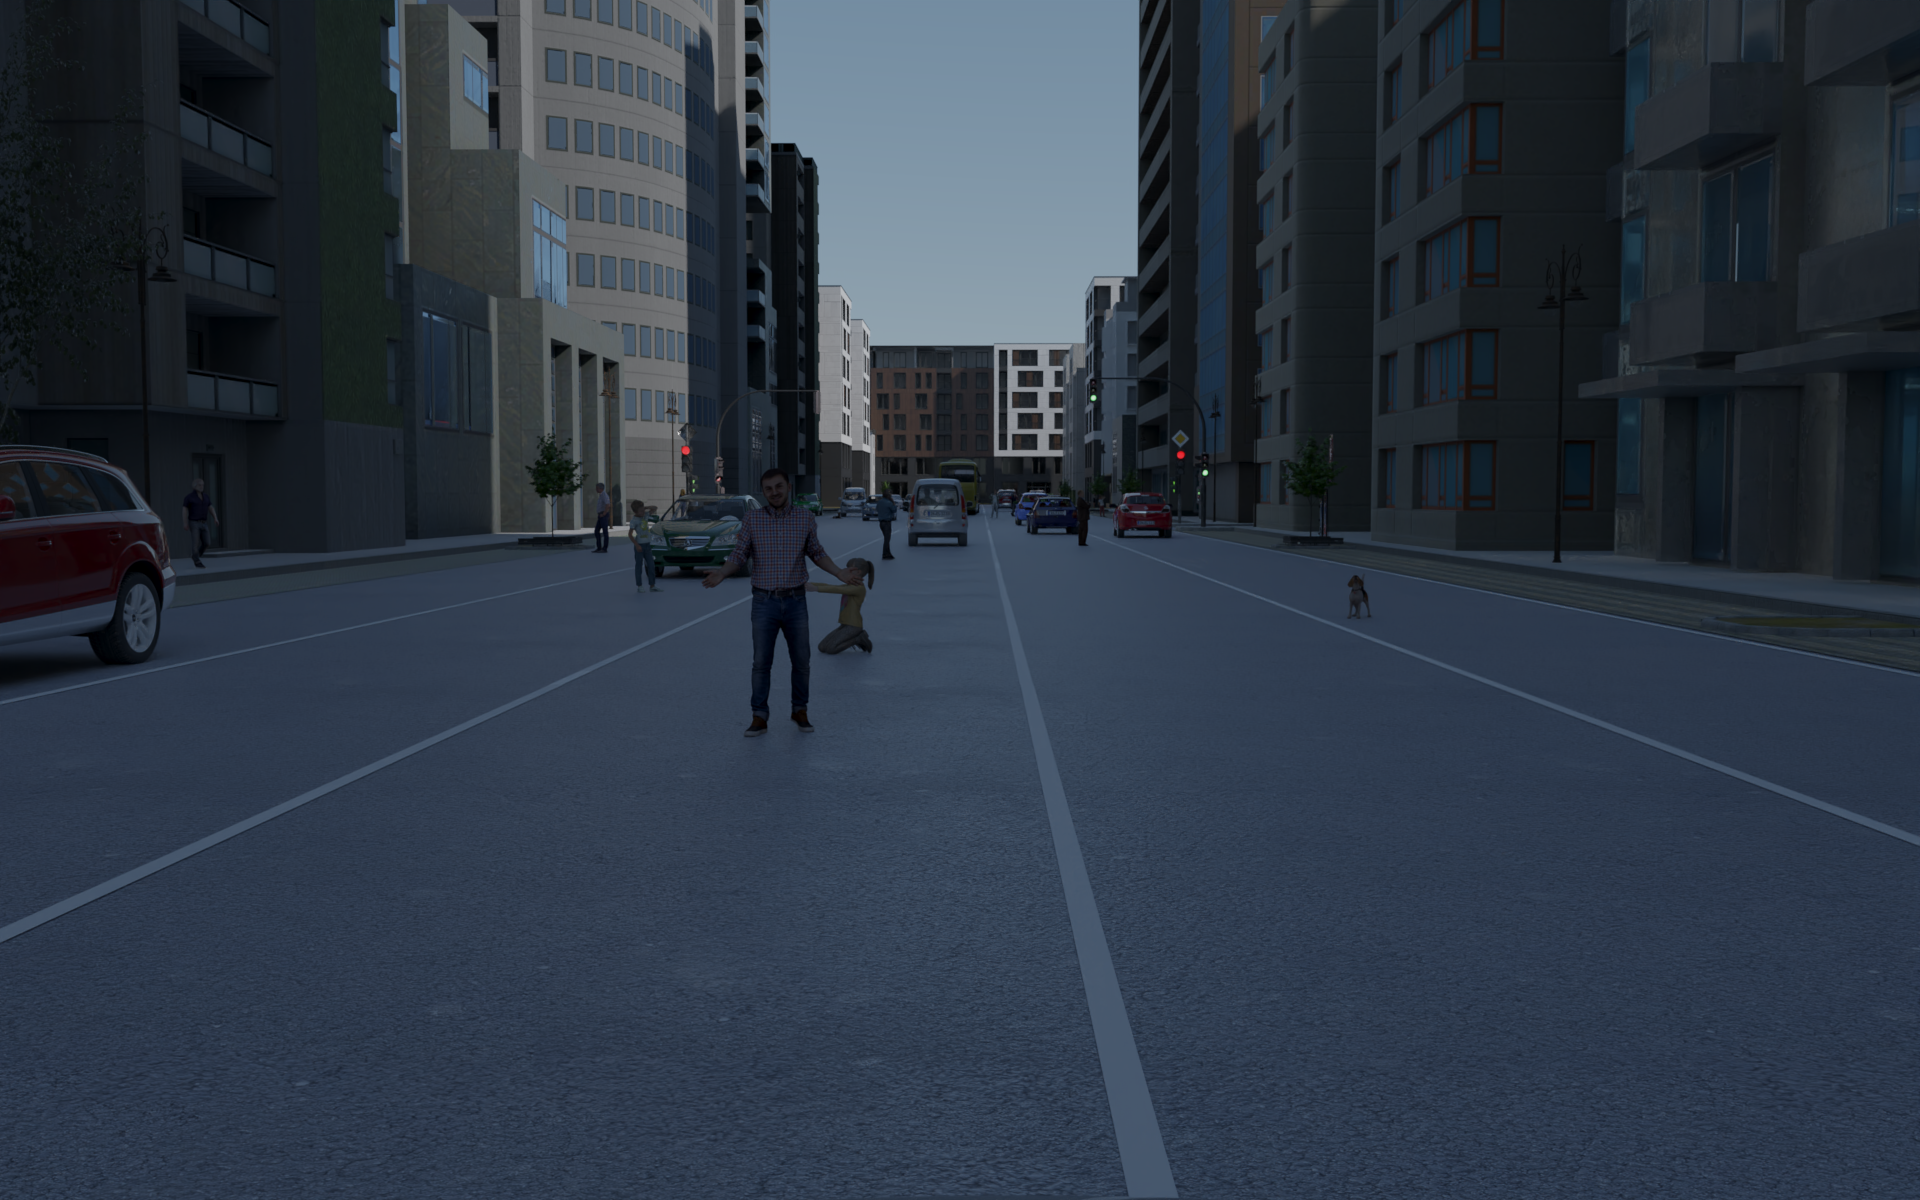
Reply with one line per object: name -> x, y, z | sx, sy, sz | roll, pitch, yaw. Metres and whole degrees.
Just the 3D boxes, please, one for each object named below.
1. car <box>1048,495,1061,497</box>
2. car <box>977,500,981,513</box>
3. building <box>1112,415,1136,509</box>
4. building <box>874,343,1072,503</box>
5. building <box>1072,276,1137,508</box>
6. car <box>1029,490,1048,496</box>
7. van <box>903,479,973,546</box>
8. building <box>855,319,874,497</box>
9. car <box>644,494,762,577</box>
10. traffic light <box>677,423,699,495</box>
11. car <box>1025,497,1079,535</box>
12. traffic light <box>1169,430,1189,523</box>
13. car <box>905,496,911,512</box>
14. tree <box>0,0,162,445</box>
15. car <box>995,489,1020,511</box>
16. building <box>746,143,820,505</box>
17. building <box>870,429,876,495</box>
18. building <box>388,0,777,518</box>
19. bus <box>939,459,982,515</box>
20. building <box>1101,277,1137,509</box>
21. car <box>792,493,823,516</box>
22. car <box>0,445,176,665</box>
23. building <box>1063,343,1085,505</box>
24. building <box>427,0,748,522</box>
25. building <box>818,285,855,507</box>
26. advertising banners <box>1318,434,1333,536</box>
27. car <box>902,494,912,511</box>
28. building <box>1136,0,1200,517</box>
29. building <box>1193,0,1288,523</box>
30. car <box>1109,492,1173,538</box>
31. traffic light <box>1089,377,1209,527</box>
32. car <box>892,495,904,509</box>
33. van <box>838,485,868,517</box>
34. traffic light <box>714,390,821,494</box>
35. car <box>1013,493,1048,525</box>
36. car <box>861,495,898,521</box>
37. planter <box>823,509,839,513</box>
car -> 7.877, -8.130, 145.504 | 1.945, 1.354, 3.894 | 0, 4, 3
car -> 0.603, -7.264, 131.347 | 1.945, 1.354, 3.894 | 0, 4, 2
building -> 24.231, -50.165, 132.876 | 22.319, 86.520, 31.000 | 0, 4, 1
building -> 2.588, -24.733, 248.350 | 32.646, 21.610, 27.936 | 0, 4, 1
building -> 26.679, -20.471, 178.668 | 27.936, 21.610, 32.646 | 0, 4, 1
car -> 7.491, -9.787, 168.695 | 2.281, 1.827, 5.304 | 0, 4, 2
van -> -0.628, -2.566, 48.965 | 2.013, 2.044, 4.112 | 0, 4, -1
building -> -25.299, -21.783, 200.130 | 27.936, 21.610, 32.646 | 0, 4, 1
car -> -4.451, -1.196, 31.361 | 2.131, 1.459, 4.920 | 0, 4, 2
traffic light -> -10.658, -4.822, 67.766 | 0.839, 4.253, 0.868 | 0, 4, 1
car -> 3.335, -3.063, 62.665 | 1.945, 1.354, 3.894 | 0, 4, -1
traffic light -> 9.573, -5.298, 75.536 | 0.839, 4.253, 0.868 | 0, 4, 1
car -> -3.282, -7.725, 136.082 | 2.009, 1.686, 4.222 | 0, 4, 0
tree -> -13.328, -4.502, 23.970 | 4.360, 8.622, 3.978 | 0, 3, 0
car -> 3.885, -8.305, 144.465 | 2.281, 1.827, 5.304 | 0, 4, 1
building -> -19.183, -22.674, 142.427 | 14.160, 30.474, 14.107 | 0, 4, 1
building -> -25.129, -17.198, 223.327 | 28.070, 9.664, 9.099 | 0, 4, 1
building -> -23.593, -49.223, 117.475 | 22.319, 86.520, 31.000 | 0, 4, 1
bus -> -0.007, -7.944, 121.433 | 2.896, 3.916, 12.252 | 0, 4, 1
building -> 20.966, -18.356, 156.541 | 16.016, 20.091, 11.380 | 0, 4, 1
car -> -10.010, -6.416, 113.700 | 1.959, 1.807, 4.718 | 0, 3, 0
car -> -7.925, -0.272, 13.114 | 2.281, 1.827, 5.304 | 0, 4, 0
building -> 21.685, -21.088, 211.245 | 16.747, 18.905, 31.486 | 0, 4, 1
building -> -23.409, -33.439, 88.735 | 21.231, 58.520, 28.212 | 0, 4, 1
building -> -25.576, -19.790, 167.546 | 27.936, 21.610, 32.646 | 0, 4, 1
advertising banners -> 10.876, -3.381, 51.462 | 0.090, 3.025, 2.074 | 0, 4, 2
car -> -3.834, -8.241, 144.527 | 2.009, 1.686, 4.222 | 0, 4, 1
building -> 22.702, -29.608, 107.800 | 21.300, 48.544, 21.600 | 0, 4, 1
building -> 18.971, -26.355, 81.010 | 14.200, 45.320, 14.600 | 0, 4, 1
car -> 6.081, -2.991, 57.937 | 2.155, 1.783, 4.494 | 0, 4, 2
traffic light -> 7.389, -5.674, 67.434 | 4.771, 5.953, 1.251 | 0, 4, 1
car -> -6.348, -9.339, 165.051 | 2.083, 1.381, 4.827 | 0, 4, 0
van -> -6.691, -6.288, 109.825 | 2.013, 2.044, 4.112 | 0, 4, -1
traffic light -> -8.474, -6.183, 75.761 | 4.771, 5.953, 1.251 | 0, 4, 1
car -> 3.427, -4.324, 80.281 | 1.945, 1.707, 3.694 | 0, 4, 0
car -> -4.341, -5.006, 93.851 | 2.014, 1.417, 4.499 | 0, 3, 0
planter -> -9.684, -6.543, 128.114 | 1.991, 0.319, 1.994 | 0, 4, 1
